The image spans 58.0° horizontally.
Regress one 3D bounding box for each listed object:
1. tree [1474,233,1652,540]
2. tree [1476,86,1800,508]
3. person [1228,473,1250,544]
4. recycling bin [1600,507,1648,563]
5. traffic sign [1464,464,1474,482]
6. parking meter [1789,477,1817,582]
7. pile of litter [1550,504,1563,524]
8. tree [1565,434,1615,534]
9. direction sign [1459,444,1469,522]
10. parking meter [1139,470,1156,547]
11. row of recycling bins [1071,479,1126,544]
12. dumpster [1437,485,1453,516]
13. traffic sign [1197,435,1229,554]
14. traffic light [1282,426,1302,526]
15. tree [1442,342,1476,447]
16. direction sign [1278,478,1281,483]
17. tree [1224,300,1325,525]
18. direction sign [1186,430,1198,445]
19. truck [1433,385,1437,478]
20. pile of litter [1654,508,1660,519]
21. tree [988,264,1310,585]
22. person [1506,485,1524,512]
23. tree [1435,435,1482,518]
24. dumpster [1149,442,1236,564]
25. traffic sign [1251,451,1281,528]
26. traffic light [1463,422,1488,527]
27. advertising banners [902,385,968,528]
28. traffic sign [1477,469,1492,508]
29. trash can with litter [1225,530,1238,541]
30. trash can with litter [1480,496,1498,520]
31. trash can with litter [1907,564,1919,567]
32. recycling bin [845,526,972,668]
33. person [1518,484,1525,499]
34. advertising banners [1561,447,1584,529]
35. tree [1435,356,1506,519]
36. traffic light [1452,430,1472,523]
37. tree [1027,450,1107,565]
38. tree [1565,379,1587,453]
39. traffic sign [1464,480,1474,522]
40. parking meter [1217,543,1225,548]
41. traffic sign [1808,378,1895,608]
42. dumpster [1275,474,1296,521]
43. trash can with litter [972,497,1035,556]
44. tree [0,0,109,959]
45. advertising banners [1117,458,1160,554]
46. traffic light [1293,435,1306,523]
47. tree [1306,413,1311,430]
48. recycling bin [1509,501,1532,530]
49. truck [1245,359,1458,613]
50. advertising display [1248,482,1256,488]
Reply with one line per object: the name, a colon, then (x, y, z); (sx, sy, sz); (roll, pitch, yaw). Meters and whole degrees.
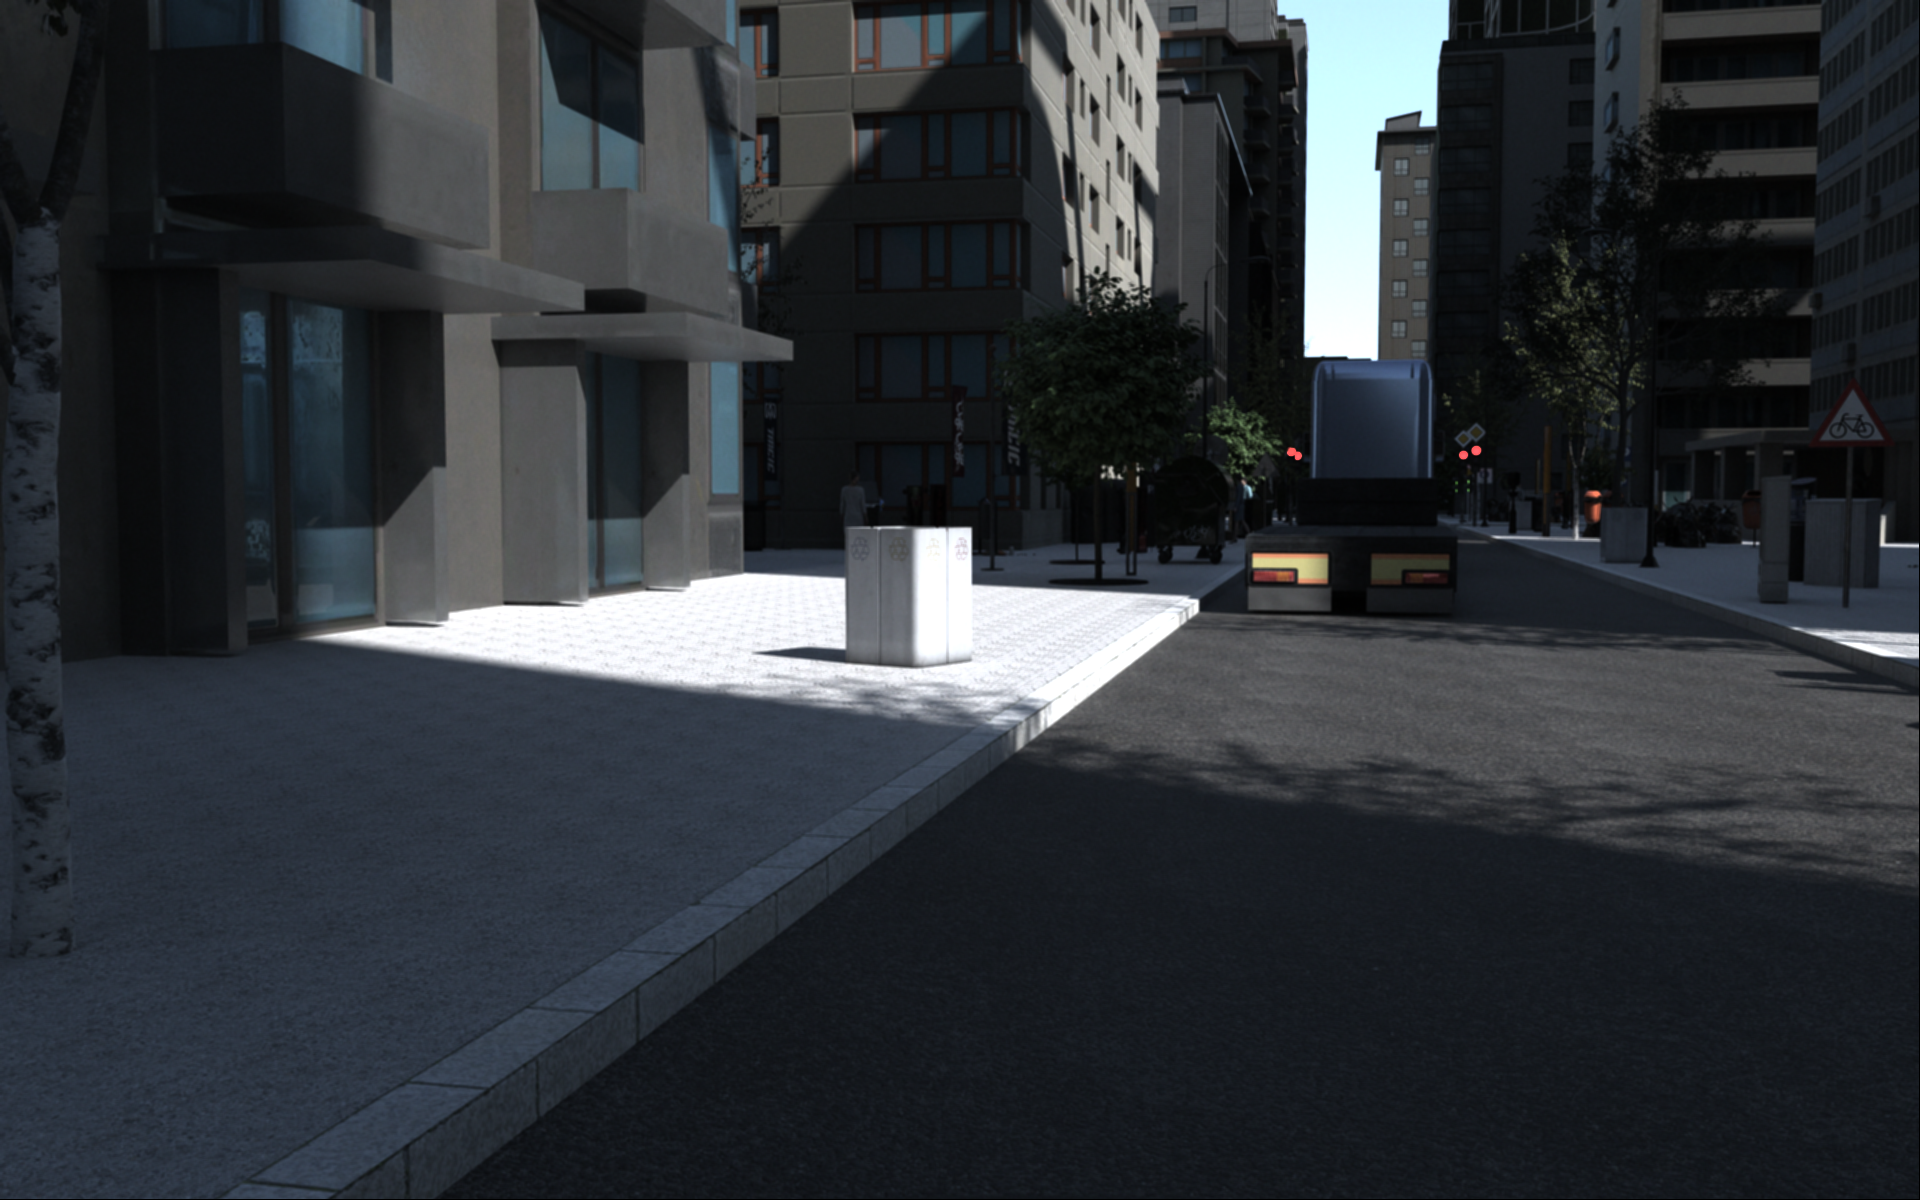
tree: (17.150, -5.972, 47.999); (4.737, 8.622, 4.395); (0, 3, 0)
tree: (15.445, -6.444, 39.768); (7.601, 10.594, 8.767); (2, 4, 25)
person: (7.230, -2.357, 44.604); (0.654, 1.822, 0.581); (2, 4, 35)
recycling bin: (12.401, -1.212, 32.369); (0.722, 1.027, 0.722); (1, 4, 11)
traffic sign: (22.401, -4.683, 76.305); (0.795, 2.593, 0.064); (1, 4, 21)
parking meter: (12.372, -1.043, 25.458); (0.372, 1.533, 0.369); (0, 3, 0)
pile of litter: (26.046, -3.813, 76.313); (1.176, 0.858, 1.719); (1, 4, 14)
tree: (20.441, -3.757, 56.029); (1.663, 3.219, 1.824); (0, 3, 0)
direction sign: (22.911, -5.308, 78.785); (0.379, 3.537, 0.876); (3, 5, 42)
parking meter: (4.541, -2.211, 41.867); (0.399, 1.863, 0.255); (-2, 4, -27)
row of recycling bins: (3.916, -2.386, 46.130); (1.069, 1.692, 3.534); (2, 4, 25)
dumpster: (28.492, -6.106, 102.320); (1.502, 2.255, 1.985); (1, 4, 13)
traffic sign: (5.384, -2.274, 37.286); (0.768, 2.556, 0.104); (1, 4, 16)
traffic light: (13.316, -4.929, 69.509); (0.839, 4.253, 0.868); (1, 4, 13)
tree: (25.046, -8.120, 83.129); (4.737, 8.622, 4.395); (0, 3, 0)
direction sign: (26.451, -9.214, 142.645); (0.379, 3.537, 0.876); (-1, 4, -18)
tree: (12.084, -7.069, 65.937); (4.737, 8.622, 4.395); (0, 3, 0)
direction sign: (8.352, -4.249, 61.474); (0.876, 3.537, 0.379); (-2, 4, -31)
truck: (12.246, -3.752, 50.260); (2.839, 4.237, 11.283); (1, 4, 13)
pile of litter: (21.136, -2.415, 53.452); (1.719, 0.858, 1.176); (-1, 4, -20)
tree: (2.076, -2.520, 24.917); (4.285, 4.588, 4.351); (0, 3, 0)
person: (24.436, -4.285, 76.224); (0.709, 1.813, 0.853); (1, 4, 9)
tree: (27.107, -6.815, 95.140); (4.285, 4.588, 4.351); (0, 3, 0)
dumpster: (4.337, -1.828, 32.375); (1.502, 2.255, 1.985); (1, 4, 13)
traffic sign: (9.249, -3.205, 52.401); (0.884, 2.594, 0.081); (1, 4, 15)
traffic light: (20.207, -4.835, 67.970); (0.839, 4.253, 0.868); (1, 4, 13)
advertising banners: (-0.358, -1.902, 27.292); (0.090, 3.025, 2.074); (2, 4, 28)
traffic sign: (20.881, -4.090, 68.999); (0.606, 2.300, 0.079); (1, 4, 22)
trash can with litter: (7.086, -2.213, 47.566); (1.055, 1.170, 0.624); (0, 3, 0)
trash can with litter: (26.339, -4.594, 86.498); (1.055, 1.170, 0.624); (3, 5, 40)
trash can with litter: (17.721, -1.180, 30.356); (2.233, 1.210, 1.678); (0, 4, 6)
recycling bin: (-0.389, -0.039, 13.192); (0.722, 1.027, 0.722); (3, 4, 36)
person: (28.337, -4.963, 87.534); (0.624, 1.780, 0.694); (-3, 5, -41)
advertising banners: (22.737, -4.155, 64.120); (0.090, 3.025, 2.074); (3, 5, 41)
tree: (26.312, -8.504, 89.406); (4.360, 8.622, 3.978); (0, 3, 0)
traffic light: (21.971, -5.311, 75.759); (0.839, 4.253, 0.868); (1, 4, 13)
tree: (2.025, -2.281, 31.903); (1.663, 3.219, 1.824); (0, 3, 0)
tree: (37.613, -9.300, 102.416); (4.360, 8.622, 3.978); (0, 3, 0)
traffic sign: (23.471, -4.866, 79.664); (0.768, 2.556, 0.104); (1, 4, 14)
parking meter: (6.174, -2.025, 41.524); (0.372, 1.533, 0.369); (0, 3, 0)
traffic sign: (10.008, -1.192, 19.496); (0.884, 2.594, 0.081); (1, 4, 15)
dumpster: (15.861, -4.937, 83.219); (1.502, 2.255, 1.985); (1, 4, 13)
trash can with litter: (0.409, -1.563, 36.615); (1.678, 1.210, 2.233); (-3, 5, -41)
tree: (-2.746, -3.326, 4.749); (4.360, 8.622, 3.978); (0, 3, 0)
advertising banners: (3.941, -2.536, 37.658); (0.090, 3.025, 2.074); (2, 4, 33)
traffic light: (15.080, -5.405, 77.298); (0.839, 4.253, 0.868); (1, 4, 13)
tree: (28.729, -11.595, 139.944); (4.360, 8.622, 3.978); (0, 3, 0)
recycling bin: (19.991, -3.010, 61.763); (0.722, 1.027, 0.722); (1, 4, 12)
truck: (6.848, -2.414, 29.228); (2.967, 4.110, 18.799); (1, 4, 14)
advertising display: (13.091, -4.417, 77.437); (0.123, 1.923, 0.974); (-1, 4, -13)
